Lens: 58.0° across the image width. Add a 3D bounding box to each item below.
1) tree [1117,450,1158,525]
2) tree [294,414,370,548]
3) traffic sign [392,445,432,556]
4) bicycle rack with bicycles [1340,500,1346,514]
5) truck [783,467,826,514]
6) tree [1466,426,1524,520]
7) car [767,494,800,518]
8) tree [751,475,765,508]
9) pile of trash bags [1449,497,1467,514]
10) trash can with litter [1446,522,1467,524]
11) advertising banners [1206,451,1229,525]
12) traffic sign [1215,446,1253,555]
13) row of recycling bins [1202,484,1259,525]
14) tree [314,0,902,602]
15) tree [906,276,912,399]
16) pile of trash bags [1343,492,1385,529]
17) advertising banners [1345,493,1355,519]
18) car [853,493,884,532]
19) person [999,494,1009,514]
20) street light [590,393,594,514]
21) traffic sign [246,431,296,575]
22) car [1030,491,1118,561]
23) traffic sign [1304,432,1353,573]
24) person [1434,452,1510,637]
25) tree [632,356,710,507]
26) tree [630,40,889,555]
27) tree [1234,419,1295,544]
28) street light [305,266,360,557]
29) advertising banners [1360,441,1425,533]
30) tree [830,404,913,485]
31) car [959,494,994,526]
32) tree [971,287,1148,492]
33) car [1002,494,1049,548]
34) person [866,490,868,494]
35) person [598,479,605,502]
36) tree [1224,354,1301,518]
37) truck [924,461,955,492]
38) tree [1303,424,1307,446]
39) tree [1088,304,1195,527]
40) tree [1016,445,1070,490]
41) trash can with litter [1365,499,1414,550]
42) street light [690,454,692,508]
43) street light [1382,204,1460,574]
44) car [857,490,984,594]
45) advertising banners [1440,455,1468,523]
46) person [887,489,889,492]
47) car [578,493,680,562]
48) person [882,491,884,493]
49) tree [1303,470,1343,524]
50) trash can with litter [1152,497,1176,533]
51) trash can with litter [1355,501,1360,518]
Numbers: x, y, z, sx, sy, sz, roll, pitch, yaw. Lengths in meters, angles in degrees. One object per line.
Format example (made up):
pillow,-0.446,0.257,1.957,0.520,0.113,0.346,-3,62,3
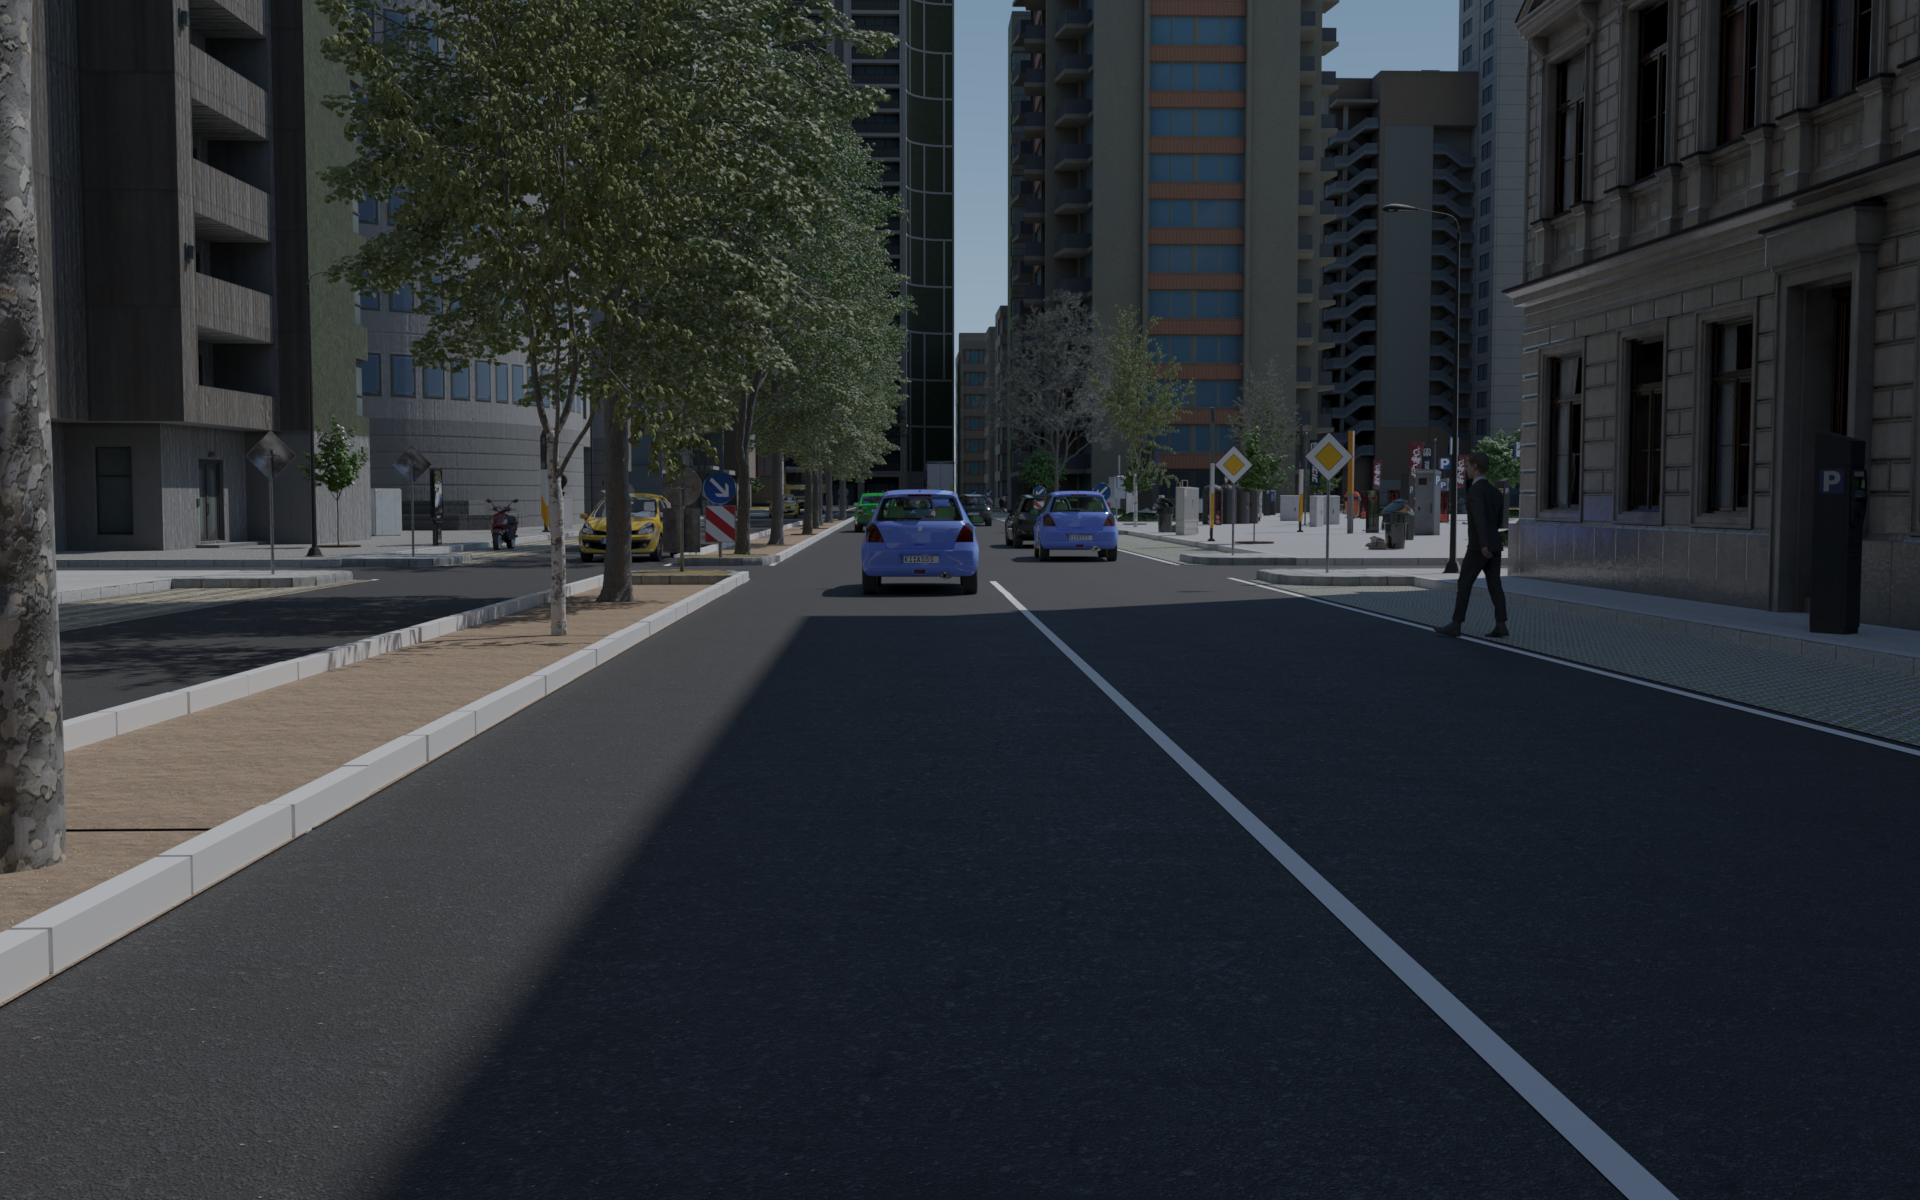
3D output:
tree,7.226,-4.763,72.473,1.663,3.219,1.824,0,3,0
tree,-15.149,-2.881,41.712,1.663,3.219,1.824,0,3,0
traffic sign,-11.238,-1.951,35.549,0.795,2.450,0.064,0,4,-2
bicycle rack with bicycles,23.852,-5.911,110.023,2.925,0.926,2.852,-3,4,-39
truck,-11.215,-7.892,124.962,3.469,3.379,9.791,0,4,-2
tree,26.566,-6.204,85.142,4.285,4.588,4.351,0,3,0
car,-10.659,-5.789,104.879,2.015,1.641,3.980,0,4,-3
tree,-18.484,-9.923,156.835,1.663,3.219,1.824,0,3,0
pile of trash bags,31.982,-6.164,110.535,1.912,1.369,3.447,3,5,40
trash can with litter,21.856,-3.858,74.136,2.233,1.210,1.678,0,4,1
advertising banners,10.641,-4.594,71.307,0.090,3.025,2.074,-1,4,-17
traffic sign,5.696,-1.986,36.119,0.795,2.450,0.064,0,4,-2
row of recycling bins,11.663,-4.107,74.267,1.069,1.692,3.534,3,5,44
tree,-4.669,-6.266,23.042,7.486,12.596,7.792,0,3,0
tree,-5.281,-7.844,48.837,7.486,12.596,7.792,0,3,0
pile of trash bags,15.736,-3.271,63.238,3.447,1.369,1.912,1,4,21
advertising banners,20.910,-5.717,89.657,2.074,3.025,0.090,-1,4,-14
car,-3.117,-3.518,66.309,1.959,1.807,4.718,0,4,-2
person,3.167,-6.886,124.271,0.799,1.438,0.628,0,4,7
street light,-13.915,-5.836,67.952,1.470,5.913,1.316,0,4,-2
traffic sign,-10.959,-1.463,27.569,0.795,2.450,0.064,0,4,-2
car,2.519,-1.753,38.248,1.945,1.707,3.694,0,4,0
traffic sign,5.975,-1.498,28.139,0.795,2.450,0.064,0,4,-2
person,5.129,-0.550,17.264,0.659,1.850,0.755,-3,5,-42
tree,-15.495,-8.758,93.556,4.360,8.622,3.978,0,3,0
tree,-4.902,-6.806,39.491,9.928,11.665,9.643,0,3,0
tree,7.581,-3.067,44.743,1.663,3.219,1.824,0,3,0
street light,-12.683,-3.840,35.319,1.470,5.913,1.316,0,4,-2
advertising banners,14.321,-3.729,57.150,2.074,3.025,0.090,0,4,-7
tree,-6.956,-10.140,102.666,8.767,10.594,7.601,0,4,-2
car,0.555,-4.203,78.505,2.009,1.686,4.222,0,4,-1
tree,5.788,-11.700,101.660,12.009,13.543,11.850,0,3,0
car,2.197,-2.300,47.392,2.009,1.686,4.222,0,4,-3
person,-9.947,-10.866,186.182,1.348,1.821,0.705,1,4,15
person,-8.567,-2.051,42.135,0.767,1.812,0.694,0,4,-5
tree,16.025,-8.676,92.208,4.360,8.622,3.978,0,3,0
truck,-1.801,-10.054,153.301,2.839,4.237,11.283,0,4,-1
tree,19.632,-9.749,109.759,4.360,8.622,3.978,0,3,0
tree,6.859,-7.127,66.884,4.737,8.622,4.395,0,3,0
tree,5.490,-7.916,113.146,4.285,4.588,4.351,0,3,0
trash can with litter,9.936,-1.755,40.084,1.055,1.170,0.624,-2,4,-31
street light,-15.015,-7.805,100.151,1.470,5.913,1.316,0,4,-2
street light,7.457,-3.387,27.926,1.470,5.913,1.316,0,4,-2
car,-0.598,-1.010,26.101,1.945,1.707,3.694,0,4,-1
advertising banners,21.601,-4.967,77.406,2.074,3.025,0.090,1,4,11
person,-5.928,-8.107,140.911,0.709,1.838,0.599,3,4,36
car,-7.210,-1.699,38.002,2.015,1.641,3.980,0,4,0
person,-7.991,-10.376,178.860,1.217,1.743,0.721,-1,4,-19
tree,15.551,-4.894,74.614,1.663,3.219,1.824,0,3,0
trash can with litter,6.968,-2.835,57.746,1.055,1.170,0.624,-3,5,-40
trash can with litter,21.475,-5.002,93.164,0.624,1.170,1.055,-3,5,-41
